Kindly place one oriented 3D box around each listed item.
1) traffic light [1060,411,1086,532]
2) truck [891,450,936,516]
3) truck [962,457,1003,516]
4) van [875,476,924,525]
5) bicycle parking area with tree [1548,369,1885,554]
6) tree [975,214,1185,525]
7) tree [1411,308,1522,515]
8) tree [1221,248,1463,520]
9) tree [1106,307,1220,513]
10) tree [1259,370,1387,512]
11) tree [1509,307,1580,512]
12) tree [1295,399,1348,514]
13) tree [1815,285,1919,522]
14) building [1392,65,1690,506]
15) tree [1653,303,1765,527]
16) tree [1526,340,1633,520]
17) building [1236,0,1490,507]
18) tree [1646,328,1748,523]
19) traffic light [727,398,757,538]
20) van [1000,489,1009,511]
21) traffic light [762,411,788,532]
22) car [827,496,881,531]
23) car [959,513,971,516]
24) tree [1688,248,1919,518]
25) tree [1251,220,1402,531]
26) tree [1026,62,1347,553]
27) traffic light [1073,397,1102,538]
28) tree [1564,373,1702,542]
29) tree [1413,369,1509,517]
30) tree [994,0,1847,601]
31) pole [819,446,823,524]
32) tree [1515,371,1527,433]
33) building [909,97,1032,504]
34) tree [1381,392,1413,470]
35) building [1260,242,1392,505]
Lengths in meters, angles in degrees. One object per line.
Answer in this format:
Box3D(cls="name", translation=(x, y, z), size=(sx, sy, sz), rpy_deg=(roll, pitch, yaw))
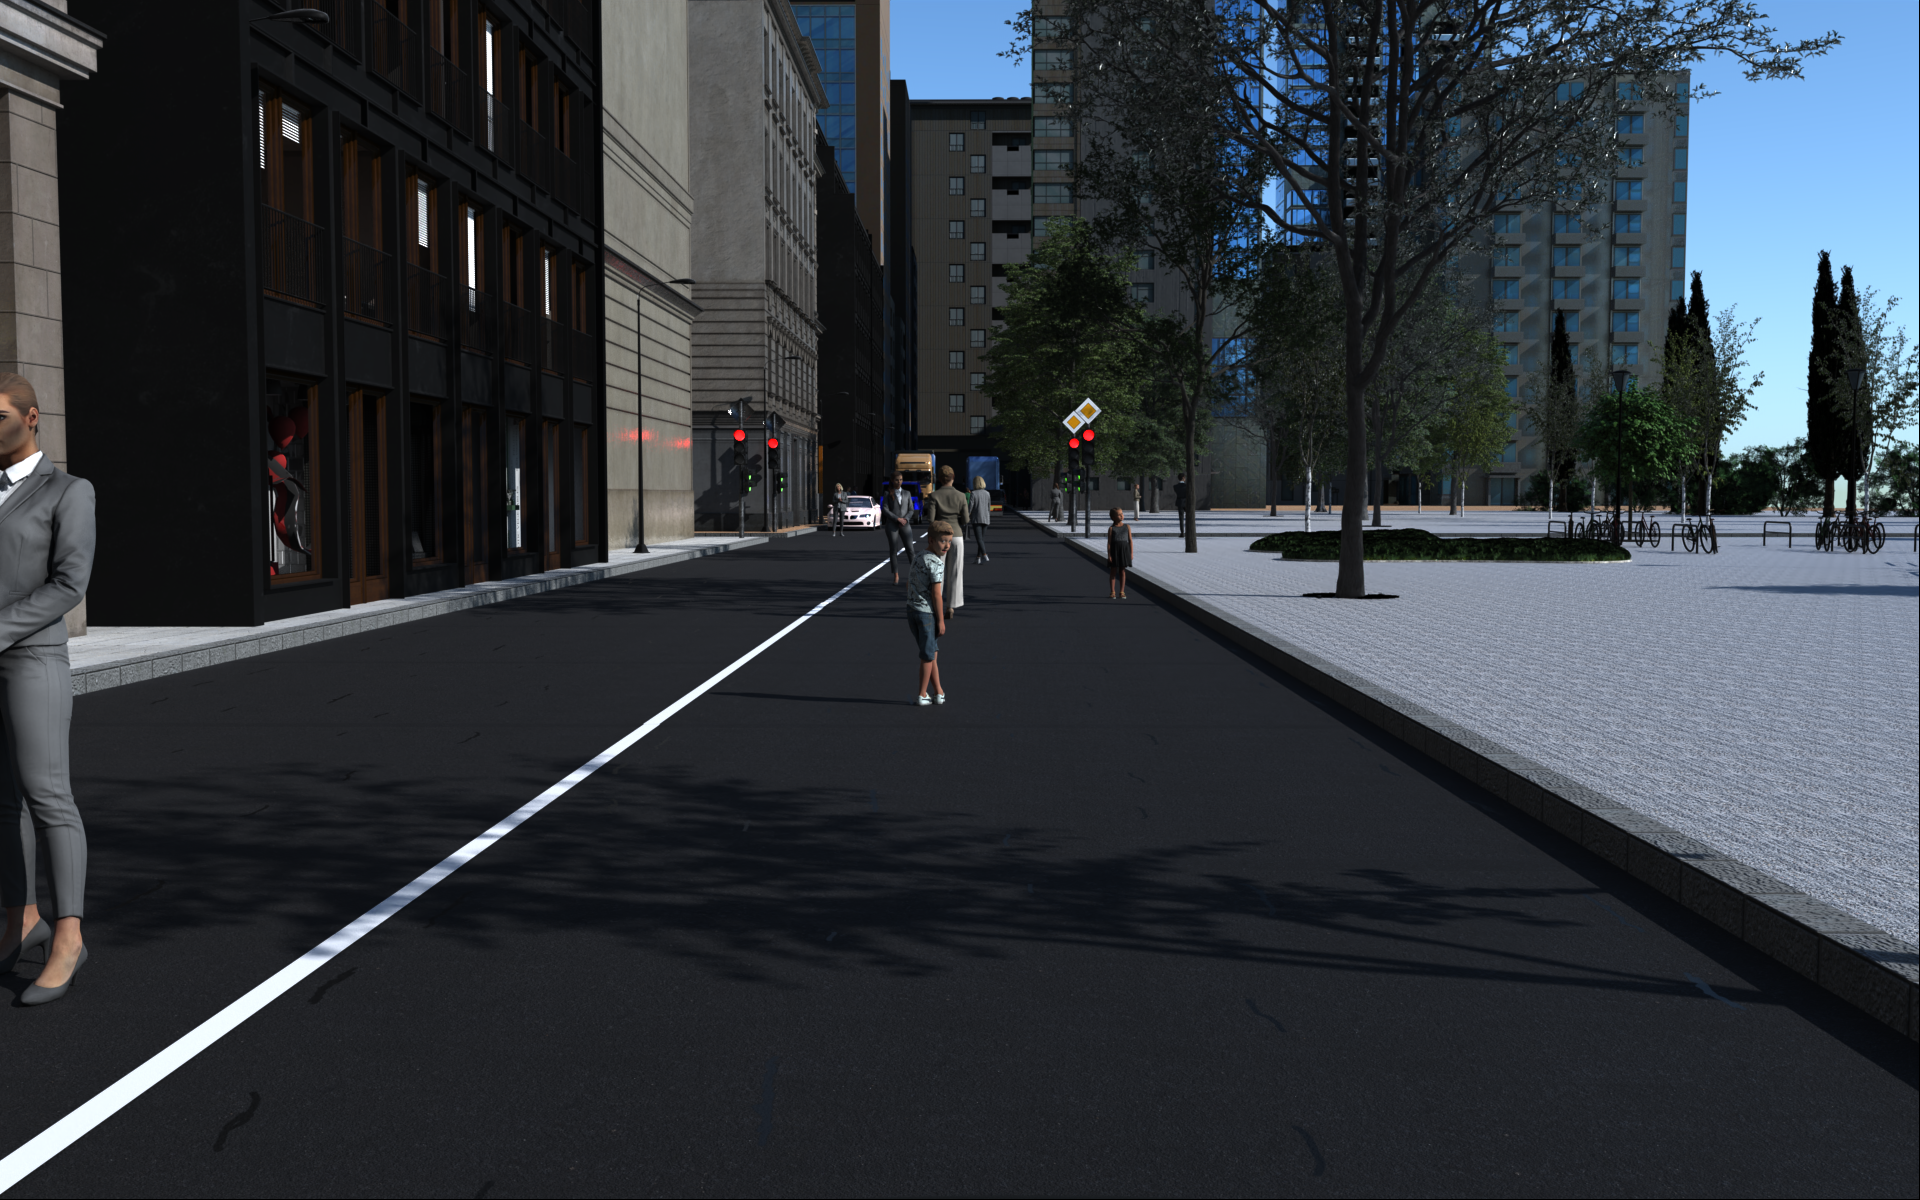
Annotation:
Box3D(cls="traffic light", translation=(3.809, -4.246, 58.341), size=(0.839, 4.253, 0.868), rpy_deg=(0, 4, 1))
Box3D(cls="truck", translation=(-2.921, -7.601, 113.183), size=(2.839, 4.237, 11.283), rpy_deg=(0, 3, 0))
Box3D(cls="truck", translation=(1.585, -7.851, 118.126), size=(2.967, 4.110, 18.799), rpy_deg=(0, 4, 0))
Box3D(cls="van", translation=(-2.796, -4.749, 82.027), size=(2.240, 2.365, 5.245), rpy_deg=(0, 4, 1))
Box3D(cls="bicycle parking area with tree", translation=(17.993, -3.255, 40.222), size=(8.231, 4.147, 9.016), rpy_deg=(1, 4, 20))
Box3D(cls="tree", translation=(4.488, -9.368, 71.288), size=(7.486, 12.596, 7.792), rpy_deg=(0, 3, 0))
Box3D(cls="tree", translation=(30.784, -11.517, 106.422), size=(7.486, 12.596, 7.792), rpy_deg=(0, 3, 0))
Box3D(cls="tree", translation=(19.591, -10.877, 84.494), size=(9.857, 13.997, 8.962), rpy_deg=(0, 3, 0))
Box3D(cls="tree", translation=(13.082, -12.836, 116.525), size=(9.857, 13.997, 8.962), rpy_deg=(0, 3, 0))
Box3D(cls="tree", translation=(25.607, -12.581, 122.707), size=(9.611, 12.733, 9.660), rpy_deg=(0, 3, 0))
Box3D(cls="tree", translation=(47.817, -13.506, 122.646), size=(18.604, 14.587, 13.155), rpy_deg=(2, 4, 31))
Box3D(cls="tree", translation=(23.274, -9.755, 109.862), size=(4.737, 8.622, 4.395), rpy_deg=(0, 3, 0))
Box3D(cls="tree", translation=(31.859, -6.736, 60.491), size=(4.360, 8.622, 3.978), rpy_deg=(0, 3, 0))
Box3D(cls="building", translation=(65.303, -35.262, 196.140), size=(30.456, 49.044, 23.786), rpy_deg=(0, 4, 1))
Box3D(cls="tree", translation=(29.241, -7.169, 67.578), size=(4.360, 8.622, 3.978), rpy_deg=(0, 3, 0))
Box3D(cls="tree", translation=(30.259, -8.114, 83.028), size=(4.360, 8.622, 3.978), rpy_deg=(0, 3, 0))
Box3D(cls="building", translation=(53.803, -55.832, 225.521), size=(31.000, 86.520, 22.319), rpy_deg=(0, 4, 1))
Box3D(cls="tree", translation=(32.031, -7.697, 76.210), size=(4.737, 8.622, 4.395), rpy_deg=(0, 3, 0))
Box3D(cls="traffic light", translation=(-6.359, -3.765, 50.476), size=(0.839, 4.253, 0.868), rpy_deg=(0, 4, 1))
Box3D(cls="van", translation=(3.248, -8.764, 150.308), size=(2.013, 2.044, 4.112), rpy_deg=(0, 4, 1))
Box3D(cls="traffic light", translation=(-6.252, -4.253, 58.460), size=(0.839, 4.253, 0.868), rpy_deg=(0, 4, 1))
Box3D(cls="car", translation=(-4.180, -3.469, 69.075), size=(2.083, 1.381, 4.827), rpy_deg=(0, 4, 2))
Box3D(cls="car", translation=(0.644, -5.617, 102.064), size=(2.015, 1.641, 3.980), rpy_deg=(0, 4, -1))
Box3D(cls="tree", translation=(48.305, -12.155, 100.550), size=(13.155, 14.587, 18.604), rpy_deg=(-3, 5, -42))
Box3D(cls="tree", translation=(9.847, -5.953, 47.700), size=(4.360, 8.622, 3.978), rpy_deg=(0, 3, 0))
Box3D(cls="tree", translation=(4.761, -6.303, 37.473), size=(7.601, 10.594, 8.767), rpy_deg=(-2, 4, -32))
Box3D(cls="traffic light", translation=(3.702, -3.758, 50.356), size=(0.839, 4.253, 0.868), rpy_deg=(0, 4, 1))
Box3D(cls="tree", translation=(18.150, -3.871, 47.003), size=(4.285, 4.588, 4.351), rpy_deg=(0, 3, 0))
Box3D(cls="tree", translation=(28.426, -8.967, 96.975), size=(4.737, 8.622, 4.395), rpy_deg=(0, 3, 0))
Box3D(cls="tree", translation=(4.940, -6.761, 20.911), size=(12.009, 13.543, 11.850), rpy_deg=(0, 3, 0))
Box3D(cls="pole", translation=(-5.879, -4.850, 73.146), size=(0.158, 3.312, 0.155), rpy_deg=(0, 3, 0))
Box3D(cls="tree", translation=(30.741, -8.492, 89.206), size=(4.360, 8.622, 3.978), rpy_deg=(0, 3, 0))
Box3D(cls="building", translation=(-0.206, -39.220, 230.481), size=(27.495, 52.752, 28.713), rpy_deg=(0, 4, 1))
Box3D(cls="tree", translation=(30.280, -10.037, 114.466), size=(4.737, 8.622, 4.395), rpy_deg=(0, 3, 0))
Box3D(cls="building", translation=(42.095, -26.334, 202.254), size=(14.107, 30.474, 14.160), rpy_deg=(0, 4, 1))
